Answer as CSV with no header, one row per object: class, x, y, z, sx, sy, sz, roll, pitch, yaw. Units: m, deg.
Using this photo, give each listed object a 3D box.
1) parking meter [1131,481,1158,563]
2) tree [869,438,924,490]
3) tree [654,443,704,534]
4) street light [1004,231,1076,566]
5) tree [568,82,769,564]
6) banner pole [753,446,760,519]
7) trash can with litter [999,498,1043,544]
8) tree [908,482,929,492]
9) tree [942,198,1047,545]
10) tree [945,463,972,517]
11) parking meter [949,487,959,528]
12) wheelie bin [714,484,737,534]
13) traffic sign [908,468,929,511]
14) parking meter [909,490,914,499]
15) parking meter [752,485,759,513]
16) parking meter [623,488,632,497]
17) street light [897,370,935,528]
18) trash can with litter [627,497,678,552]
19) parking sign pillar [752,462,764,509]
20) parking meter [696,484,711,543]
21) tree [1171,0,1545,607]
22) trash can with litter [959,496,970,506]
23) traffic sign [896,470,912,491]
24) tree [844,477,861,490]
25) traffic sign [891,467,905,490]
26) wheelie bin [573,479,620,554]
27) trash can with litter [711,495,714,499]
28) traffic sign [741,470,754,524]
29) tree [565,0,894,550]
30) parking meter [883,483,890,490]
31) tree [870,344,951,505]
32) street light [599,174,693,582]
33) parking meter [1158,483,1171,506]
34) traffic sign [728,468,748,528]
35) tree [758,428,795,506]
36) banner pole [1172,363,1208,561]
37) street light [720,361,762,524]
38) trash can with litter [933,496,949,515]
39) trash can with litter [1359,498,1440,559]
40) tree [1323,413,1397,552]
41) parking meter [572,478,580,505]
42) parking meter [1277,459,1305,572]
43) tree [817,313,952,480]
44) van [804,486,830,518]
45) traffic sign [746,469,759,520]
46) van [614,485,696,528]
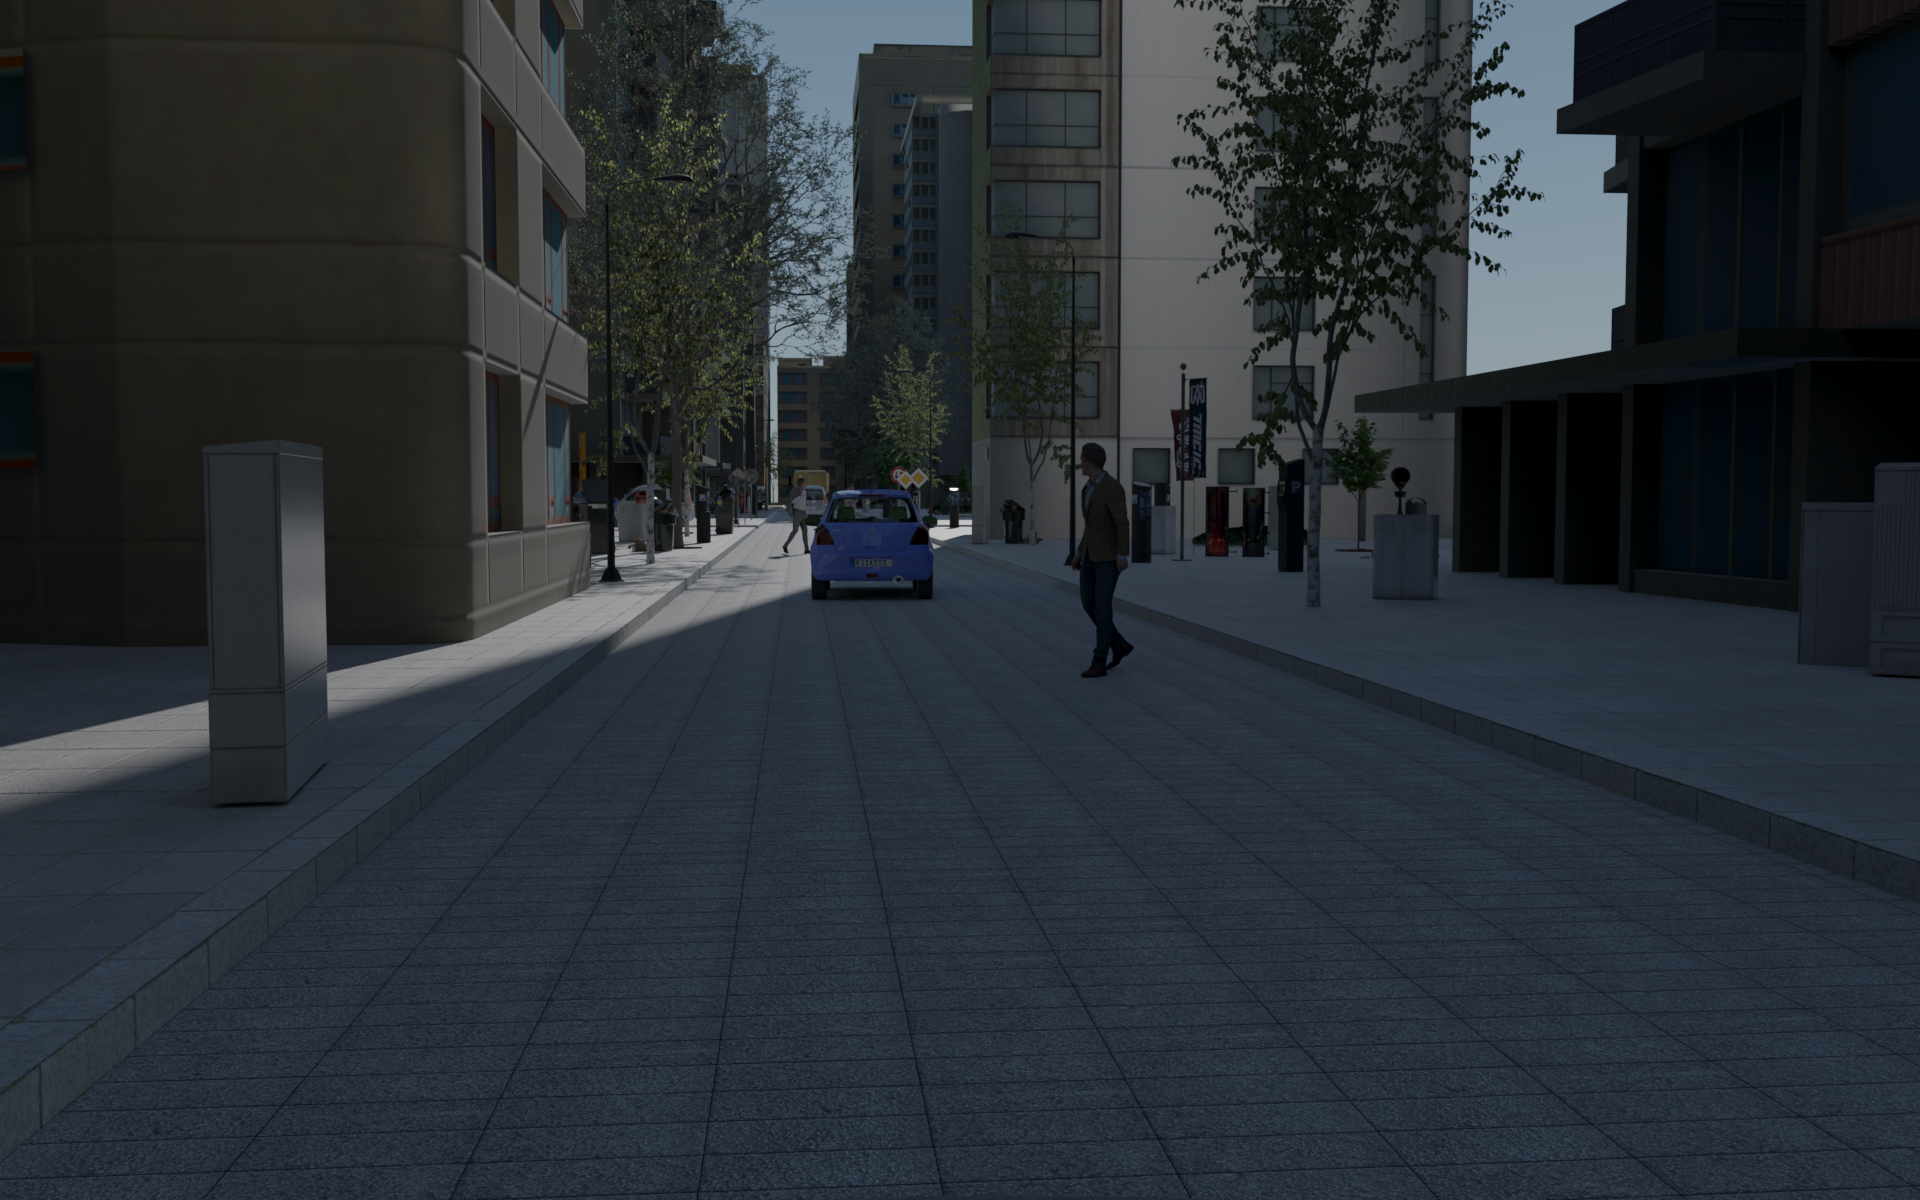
parking meter,3.389,-1.463,32.339,0.372,1.533,0.369,0,3,0
tree,-3.478,-6.885,96.278,4.285,4.588,4.351,0,3,0
tree,-9.200,-3.766,56.182,1.663,3.219,1.824,0,3,0
street light,1.479,-3.566,30.850,1.470,5.913,1.316,0,4,-5
tree,-5.652,-4.986,31.883,4.360,8.622,3.978,0,3,0
banner pole,-10.715,-6.175,90.973,0.401,3.779,0.863,0,4,-8
trash can with litter,1.576,-2.042,44.766,1.055,1.170,0.624,-2,4,-27
tree,-3.680,-9.292,146.531,1.663,3.219,1.824,0,3,0
tree,1.728,-5.662,42.944,4.737,8.622,4.395,0,3,0
tree,0.243,-6.339,98.242,1.663,3.219,1.824,0,3,0
parking meter,-0.217,-3.530,66.119,0.372,1.533,0.369,0,3,0
wheelie bin,-7.543,-2.920,55.652,0.693,1.594,0.980,0,4,-2
traffic sign,-1.574,-3.797,65.723,0.795,2.450,0.064,0,4,-5
parking meter,-3.115,-6.412,113.242,0.372,1.533,0.369,0,3,0
parking meter,-13.566,-6.668,114.728,0.399,1.863,0.255,0,4,8
parking meter,-14.184,-4.008,73.942,0.372,1.533,0.369,0,3,0
street light,-1.641,-5.654,64.984,1.470,5.913,1.316,0,4,-5
trash can with litter,-6.861,-1.669,38.679,1.055,1.170,0.624,-2,4,-25
parking sign pillar,-17.082,-9.552,144.648,1.447,3.967,1.447,0,4,4
parking meter,-6.738,-2.268,45.490,0.372,1.533,0.369,0,3,0
tree,4.223,-4.241,19.697,4.737,8.622,4.395,0,3,0
trash can with litter,0.192,-7.392,132.239,1.055,1.170,0.624,-1,4,-14
traffic sign,-2.309,-4.283,73.674,0.795,2.450,0.064,0,4,-5
tree,-10.625,-10.734,170.094,1.663,3.219,1.824,0,3,0
traffic sign,-2.854,-4.937,80.818,0.768,2.556,0.104,0,4,0
wheelie bin,-7.805,-1.783,37.065,0.980,1.594,0.693,-2,4,-30
trash can with litter,-20.701,-8.027,142.633,1.055,1.170,0.624,1,4,19
traffic sign,-9.076,-4.246,73.072,0.795,2.450,0.064,0,4,-5
tree,-6.579,-7.934,40.091,12.009,13.543,11.850,0,3,0
parking meter,-3.917,-5.240,91.379,0.399,1.863,0.255,0,4,-6
tree,-2.246,-8.183,84.147,4.360,8.622,3.978,0,3,0
street light,-4.577,-3.226,25.283,1.470,5.913,1.316,0,4,-5
parking meter,4.649,-1.921,39.815,0.372,1.533,0.369,0,3,0
traffic sign,-8.341,-3.760,65.120,0.795,2.450,0.064,0,4,-5
tree,-20.667,-14.829,192.819,4.737,8.622,4.395,0,3,0
banner pole,4.413,-2.632,33.050,0.401,3.779,0.863,-3,4,-38
street light,-7.717,-5.348,59.978,1.470,5.913,1.316,0,4,-5
trash can with litter,-1.103,-5.681,104.269,1.055,1.170,0.624,-1,4,-12
trash can with litter,8.868,-1.471,35.114,2.233,1.210,1.678,-2,4,-28
tree,8.986,-2.693,38.632,1.663,3.219,1.824,0,3,0
parking meter,-13.624,-3.435,61.878,0.255,1.863,0.399,2,4,32
parking meter,5.445,-1.395,28.521,0.399,1.863,0.255,-1,4,-22
tree,-5.123,-13.037,119.811,9.857,13.997,8.962,0,3,0
van,-7.670,-5.072,89.935,2.013,2.044,4.112,0,4,-4
traffic sign,-10.415,-5.274,86.333,0.768,2.556,0.104,0,4,2
van,-12.753,-3.841,69.809,4.112,2.044,2.013,0,4,-4
